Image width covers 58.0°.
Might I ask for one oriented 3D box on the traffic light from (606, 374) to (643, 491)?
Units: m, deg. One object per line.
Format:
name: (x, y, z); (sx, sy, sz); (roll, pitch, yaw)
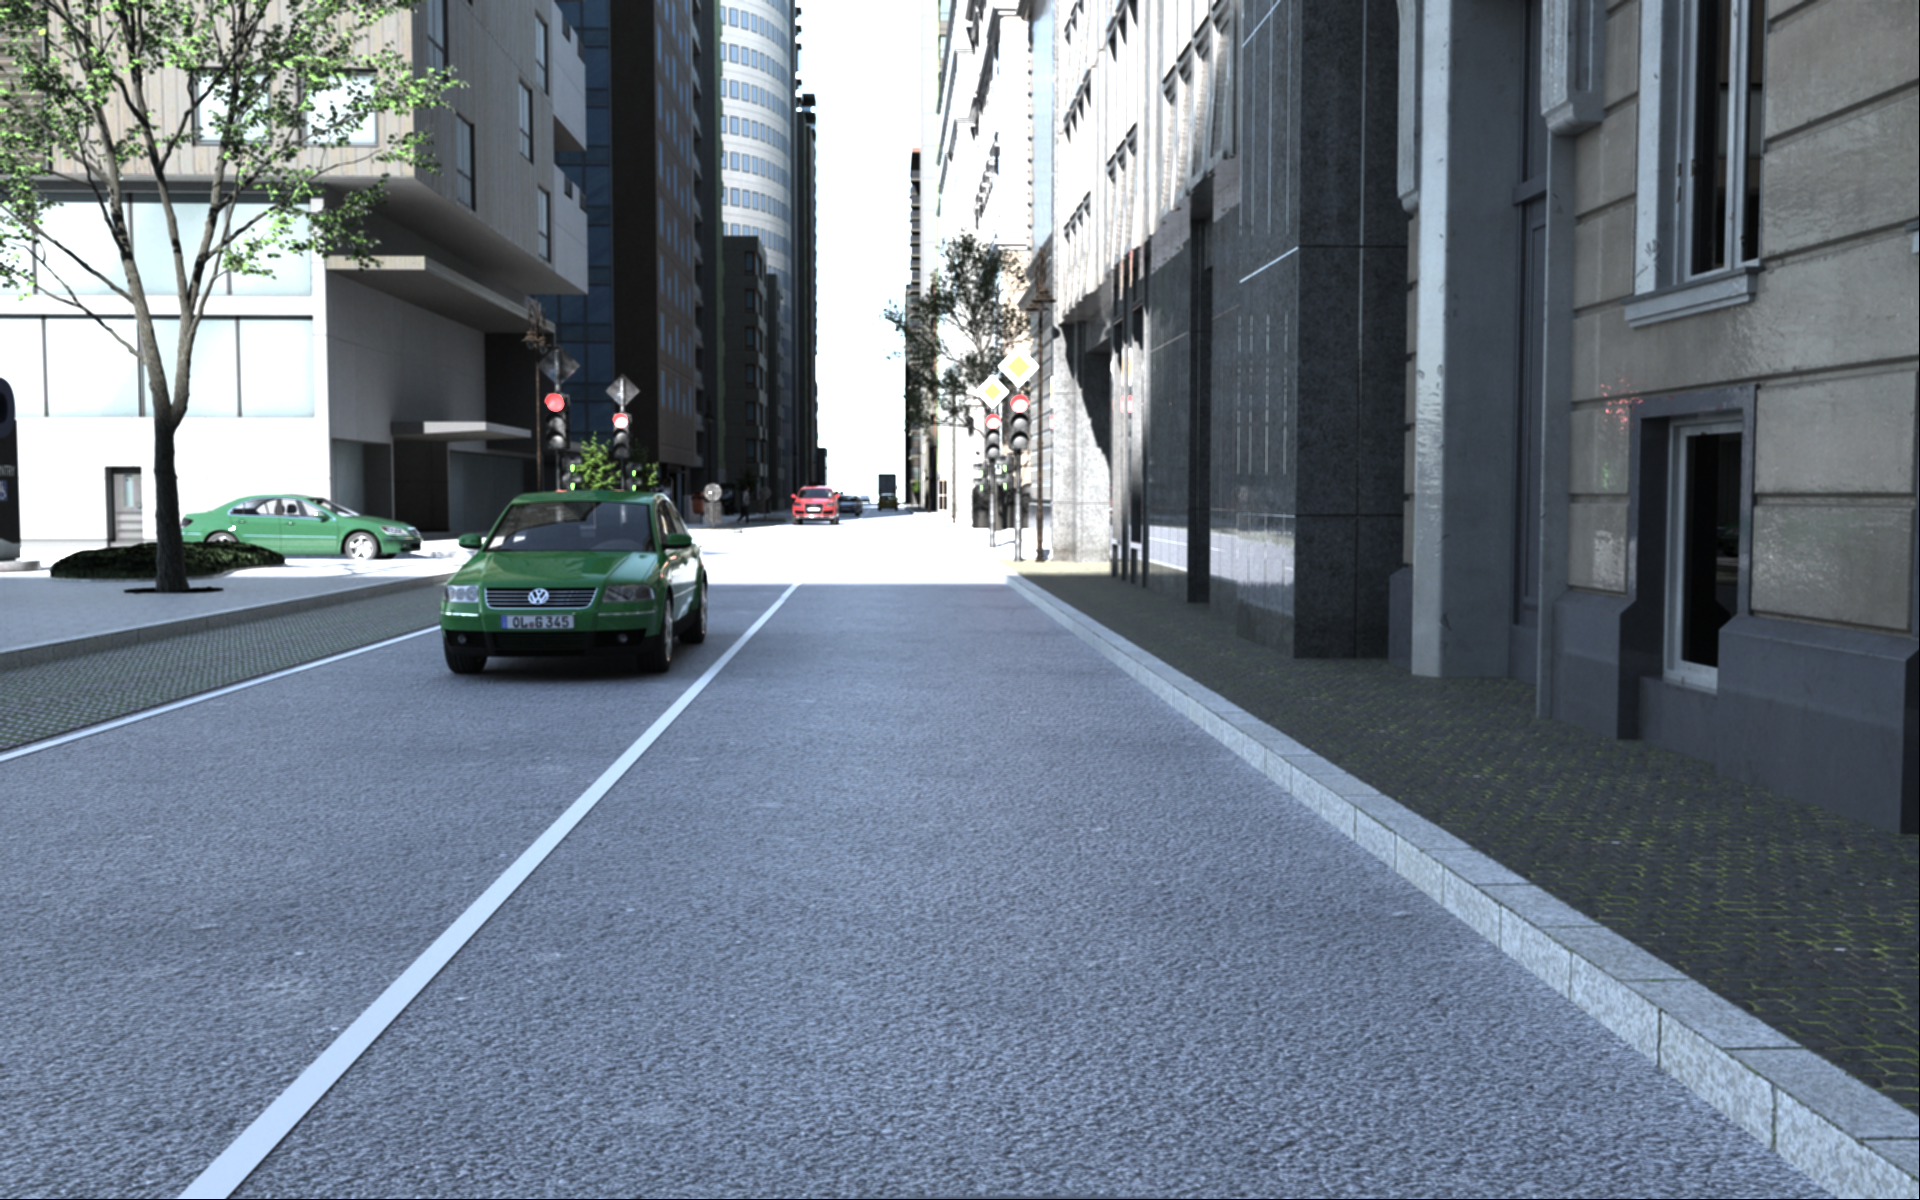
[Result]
traffic light: (-7.860, -3.155, 40.500); (0.839, 4.253, 0.868); (0, 4, -2)

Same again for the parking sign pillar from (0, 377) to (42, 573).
parking sign pillar: (-16.066, -2.456, 28.634); (1.447, 3.967, 1.447); (0, 4, -7)

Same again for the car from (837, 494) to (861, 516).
car: (-7.497, -6.251, 114.211); (2.014, 1.417, 4.499); (0, 4, -2)

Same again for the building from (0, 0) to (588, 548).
building: (-26.660, -28.281, 51.642); (28.713, 52.752, 27.495); (0, 4, -2)

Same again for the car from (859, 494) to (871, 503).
car: (-14.918, -15.827, 271.138); (2.083, 1.381, 4.827); (0, 4, -3)

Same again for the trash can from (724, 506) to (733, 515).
trash can: (-14.349, -5.866, 107.569); (0.748, 1.137, 0.748); (0, 3, 0)

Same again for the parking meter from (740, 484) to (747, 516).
parking meter: (-12.775, -5.911, 102.353); (0.255, 1.863, 0.399); (-3, 4, -38)

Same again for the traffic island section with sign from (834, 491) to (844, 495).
traffic island section with sign: (-16.977, -14.763, 249.998); (1.989, 1.847, 2.006); (0, 4, -2)

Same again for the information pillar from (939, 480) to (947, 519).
information pillar: (-0.883, -5.236, 90.100); (0.304, 2.012, 0.304); (3, 5, 41)

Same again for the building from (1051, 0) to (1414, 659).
building: (8.170, -12.532, 22.913); (12.078, 24.808, 19.932); (0, 4, -2)

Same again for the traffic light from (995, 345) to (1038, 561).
traffic light: (1.088, -2.690, 32.909); (0.839, 4.253, 0.868); (0, 4, -2)

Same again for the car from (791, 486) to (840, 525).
car: (-6.713, -4.412, 80.807); (2.281, 1.827, 5.304); (0, 4, -2)

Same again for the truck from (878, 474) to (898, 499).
truck: (-10.210, -15.600, 243.972); (2.839, 4.237, 11.283); (0, 4, -1)

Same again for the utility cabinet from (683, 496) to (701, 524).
utility cabinet: (-11.692, -3.952, 75.775); (0.306, 1.237, 1.020); (2, 4, 25)

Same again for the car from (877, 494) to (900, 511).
car: (-6.273, -8.611, 151.009); (2.015, 1.641, 3.980); (0, 4, -1)

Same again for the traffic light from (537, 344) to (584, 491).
traffic light: (-7.514, -2.667, 32.522); (0.839, 4.253, 0.868); (0, 4, -2)

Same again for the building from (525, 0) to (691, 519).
building: (-20.315, -26.352, 80.963); (14.600, 45.320, 14.200); (0, 4, -2)

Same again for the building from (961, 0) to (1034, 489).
building: (7.297, -17.702, 75.338); (13.634, 28.700, 20.117); (0, 4, -2)

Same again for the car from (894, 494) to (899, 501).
car: (-8.715, -12.523, 216.553); (2.131, 1.459, 4.920); (0, 4, -1)

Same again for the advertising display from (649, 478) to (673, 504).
advertising display: (-11.730, -3.835, 67.923); (0.974, 1.923, 0.123); (1, 4, 13)

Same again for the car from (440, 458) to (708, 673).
car: (-3.282, -0.397, 15.280); (1.959, 1.807, 4.718); (0, 4, -3)

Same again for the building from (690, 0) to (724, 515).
building: (-21.780, -25.661, 103.146); (14.154, 41.232, 14.086); (0, 4, -2)

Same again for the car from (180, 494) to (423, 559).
car: (-13.883, -1.515, 36.563); (4.920, 1.459, 2.131); (0, 4, -4)

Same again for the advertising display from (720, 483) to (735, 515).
advertising display: (-13.955, -6.037, 103.916); (0.974, 1.923, 0.123); (2, 4, 28)

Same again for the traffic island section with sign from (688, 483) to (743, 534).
traffic island section with sign: (-8.849, -3.279, 62.239); (1.989, 1.847, 2.006); (0, 4, -2)

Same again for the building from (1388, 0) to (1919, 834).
building: (9.886, -13.269, 2.861); (13.634, 28.700, 20.117); (0, 4, -2)

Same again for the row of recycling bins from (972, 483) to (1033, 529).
row of recycling bins: (2.186, -3.510, 64.497); (3.534, 1.692, 1.069); (1, 4, 10)

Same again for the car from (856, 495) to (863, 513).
car: (-8.333, -7.216, 130.343); (2.083, 1.381, 4.827); (0, 4, -1)

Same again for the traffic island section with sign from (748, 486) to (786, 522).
traffic island section with sign: (-10.028, -4.950, 89.561); (1.989, 1.847, 2.006); (0, 4, -2)

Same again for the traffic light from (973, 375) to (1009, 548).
traffic light: (0.743, -3.178, 40.887); (0.839, 4.253, 0.868); (0, 4, -2)

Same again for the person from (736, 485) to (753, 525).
person: (-10.093, -4.442, 80.977); (0.795, 1.843, 0.661); (0, 4, 1)
